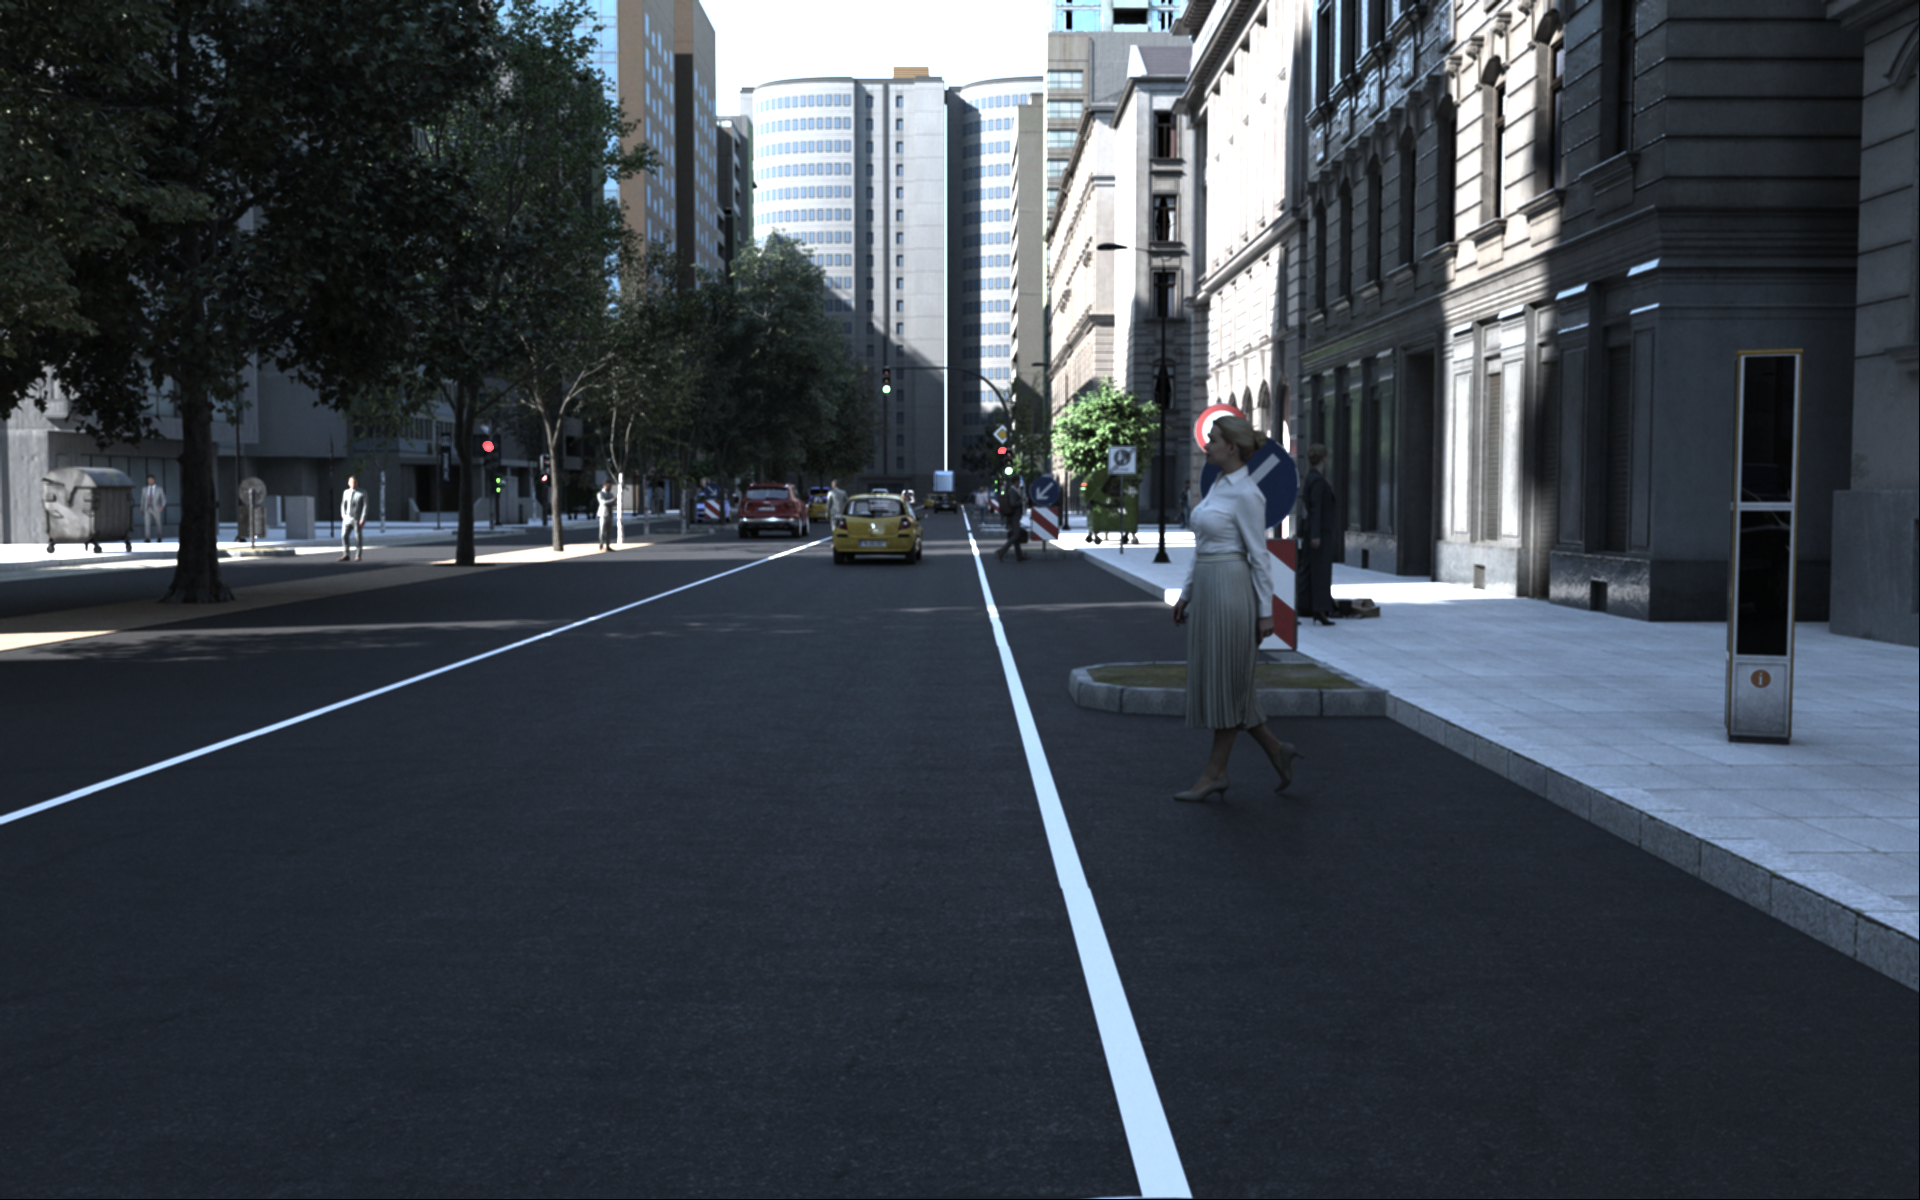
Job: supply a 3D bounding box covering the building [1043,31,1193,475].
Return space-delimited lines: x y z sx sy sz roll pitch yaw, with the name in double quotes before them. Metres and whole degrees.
"building" 14.513 -28.963 157.142 14.154 41.232 14.086 0 3 0

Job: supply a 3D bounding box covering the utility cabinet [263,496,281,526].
"utility cabinet" -27.797 -3.577 69.638 1.020 1.237 0.306 1 4 19

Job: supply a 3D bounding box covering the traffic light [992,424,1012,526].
"traffic light" 1.699 -4.957 69.970 0.839 4.253 0.868 0 3 0

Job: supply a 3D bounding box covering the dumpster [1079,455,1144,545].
"dumpster" 3.856 -2.545 44.097 1.502 2.255 1.985 0 4 0

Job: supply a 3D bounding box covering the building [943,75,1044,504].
"building" 12.139 -42.772 241.324 28.212 58.520 21.231 0 3 0

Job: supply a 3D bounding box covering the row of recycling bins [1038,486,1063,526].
"row of recycling bins" 3.648 -3.909 71.027 1.069 1.692 3.534 0 4 0

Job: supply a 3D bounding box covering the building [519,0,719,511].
"building" -29.086 -30.686 151.828 14.600 45.320 14.200 0 3 0

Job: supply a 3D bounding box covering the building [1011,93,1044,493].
"building" 17.093 -35.631 206.273 21.300 48.544 21.600 0 3 0

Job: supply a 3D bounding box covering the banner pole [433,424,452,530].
"banner pole" -18.568 -4.413 62.177 0.863 3.779 0.401 2 4 25

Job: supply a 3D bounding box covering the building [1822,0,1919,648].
"building" 14.216 -13.246 3.965 14.401 28.519 23.554 0 3 0

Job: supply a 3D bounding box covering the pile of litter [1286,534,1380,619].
"pile of litter" 3.885 -0.284 18.615 1.176 0.858 1.719 0 4 2

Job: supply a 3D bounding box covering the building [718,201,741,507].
"building" -29.128 -24.203 167.420 14.160 30.474 14.107 0 3 0

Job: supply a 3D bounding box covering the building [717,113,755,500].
"building" -29.330 -30.456 181.550 14.154 41.232 14.086 0 3 0

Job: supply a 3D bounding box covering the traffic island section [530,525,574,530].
"traffic island section" -16.802 -2.923 70.078 2.009 0.180 2.903 0 3 0

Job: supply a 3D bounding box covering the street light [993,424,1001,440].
"street light" 3.140 -8.750 115.602 1.470 5.913 1.316 0 3 0

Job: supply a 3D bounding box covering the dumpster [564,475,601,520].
"dumpster" -18.892 -5.142 86.561 1.502 2.255 1.985 0 3 0

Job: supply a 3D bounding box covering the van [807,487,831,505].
"van" -12.580 -9.275 156.037 2.240 2.365 5.245 0 4 -1

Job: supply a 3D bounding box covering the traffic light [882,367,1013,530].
"traffic light" -0.388 -5.332 61.842 4.771 5.953 1.251 0 3 0

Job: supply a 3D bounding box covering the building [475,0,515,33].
"building" -30.120 -29.638 134.695 14.600 45.320 14.200 0 3 0

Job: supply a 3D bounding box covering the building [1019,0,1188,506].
"building" 17.818 -52.941 178.262 22.319 86.520 31.000 0 3 0

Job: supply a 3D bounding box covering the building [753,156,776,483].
"building" -37.607 -33.736 206.207 28.867 44.769 22.147 0 3 0

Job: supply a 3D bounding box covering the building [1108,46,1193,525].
"building" 16.106 -13.930 76.898 18.267 20.994 9.793 0 3 0

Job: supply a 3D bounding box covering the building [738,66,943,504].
"building" -16.073 -42.804 241.836 28.212 58.520 21.231 0 3 0

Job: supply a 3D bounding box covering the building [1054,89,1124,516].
"building" 12.998 -18.963 107.315 12.463 27.353 25.104 0 3 0

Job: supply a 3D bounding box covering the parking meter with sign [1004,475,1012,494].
"parking meter with sign" 3.399 -7.758 123.099 0.543 3.016 1.738 0 4 -1

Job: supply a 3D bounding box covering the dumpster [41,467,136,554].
"dumpster" -18.965 -1.954 37.704 1.264 1.857 1.865 0 3 0

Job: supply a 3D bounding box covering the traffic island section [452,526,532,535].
"traffic island section" -16.798 -2.435 62.092 2.009 0.180 2.903 0 3 0

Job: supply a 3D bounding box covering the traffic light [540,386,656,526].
"traffic light" -14.671 -5.829 69.979 4.771 5.953 1.251 0 3 0

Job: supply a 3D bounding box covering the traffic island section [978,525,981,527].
"traffic island section" 1.739 -2.924 70.084 2.009 0.180 2.903 0 3 0

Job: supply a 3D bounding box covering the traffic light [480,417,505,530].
"traffic light" -16.758 -4.467 61.958 0.839 4.253 0.868 0 3 0

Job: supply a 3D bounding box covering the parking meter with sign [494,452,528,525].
"parking meter with sign" -18.824 -4.657 72.403 0.543 3.016 1.738 2 4 29

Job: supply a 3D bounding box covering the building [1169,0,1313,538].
"building" 13.678 -12.534 46.735 13.314 21.916 24.055 0 3 0

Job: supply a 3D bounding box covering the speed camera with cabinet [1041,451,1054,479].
"speed camera with cabinet" 3.989 -5.205 79.434 0.660 3.252 2.038 0 4 3

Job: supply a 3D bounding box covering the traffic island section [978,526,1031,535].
"traffic island section" 1.744 -2.435 62.099 2.009 0.180 2.903 0 3 0

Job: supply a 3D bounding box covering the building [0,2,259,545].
"building" -29.013 -22.375 49.424 14.086 41.232 14.154 0 3 0

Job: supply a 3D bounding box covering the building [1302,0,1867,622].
"building" 11.586 -10.794 25.640 9.793 20.994 18.267 0 3 0

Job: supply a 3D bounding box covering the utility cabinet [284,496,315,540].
"utility cabinet" -18.614 -2.306 48.864 1.020 1.237 0.306 3 4 36

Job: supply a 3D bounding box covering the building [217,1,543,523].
"building" -38.647 -24.089 85.734 32.217 40.220 23.993 0 3 0

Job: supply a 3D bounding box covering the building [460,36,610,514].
"building" -31.407 -20.877 113.035 14.160 30.474 14.107 0 3 0

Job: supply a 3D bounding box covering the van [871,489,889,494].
"van" -6.544 -8.259 142.053 2.013 2.044 4.112 0 4 -1

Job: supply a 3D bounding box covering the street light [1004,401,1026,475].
"street light" 3.080 -6.969 86.489 1.470 5.913 1.316 0 3 0

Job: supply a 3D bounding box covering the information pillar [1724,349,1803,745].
"information pillar" 4.155 -0.274 8.969 0.304 2.012 0.304 1 4 21

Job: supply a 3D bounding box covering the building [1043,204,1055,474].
"building" 13.125 -20.509 132.584 12.463 27.353 25.104 0 3 0
